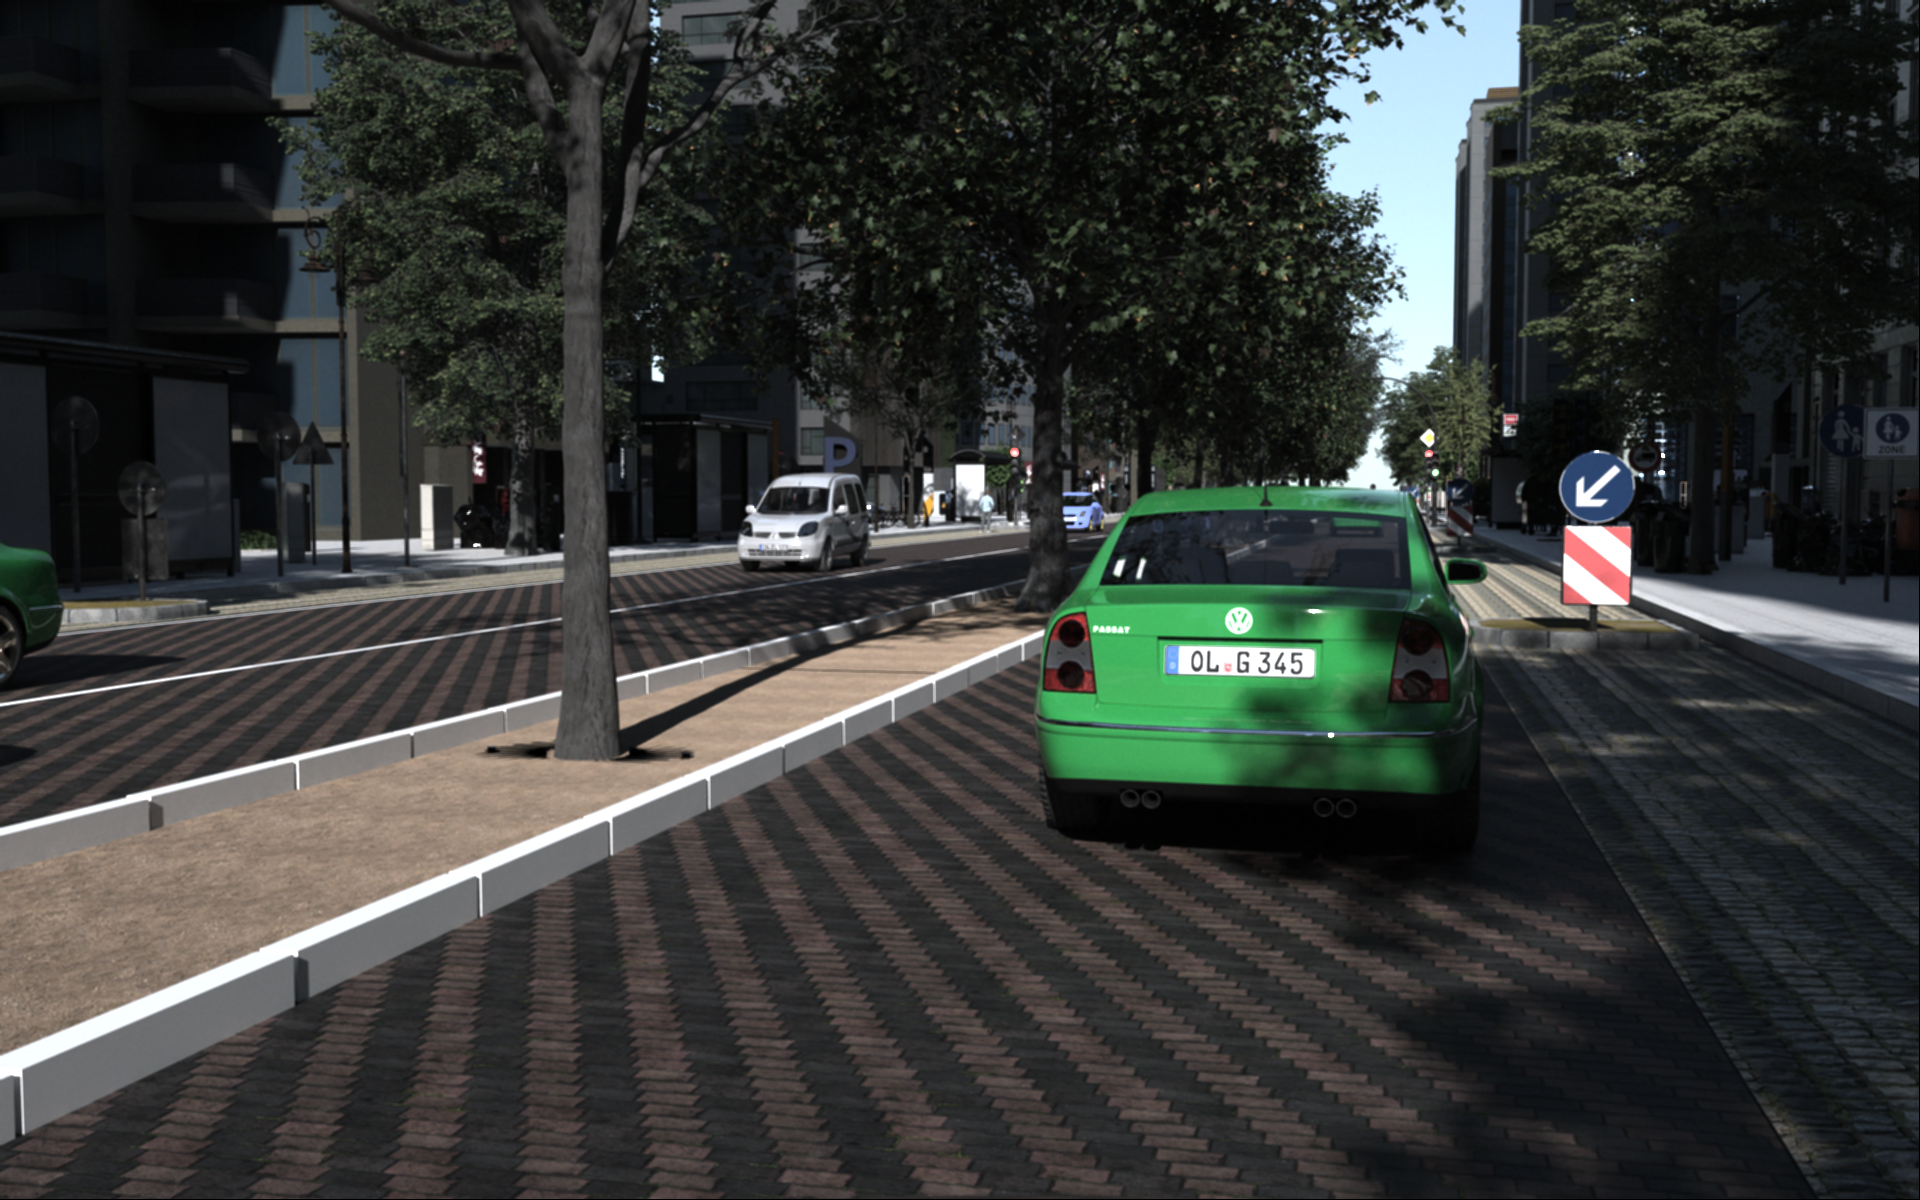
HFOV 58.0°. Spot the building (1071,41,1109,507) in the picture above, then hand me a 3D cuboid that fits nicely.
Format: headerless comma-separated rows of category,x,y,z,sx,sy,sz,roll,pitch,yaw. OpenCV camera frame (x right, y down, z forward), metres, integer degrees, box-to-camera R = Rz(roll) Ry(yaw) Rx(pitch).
building,6.088,-31.311,162.051,14.600,45.320,14.200,1,4,13

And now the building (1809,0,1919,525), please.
building,30.985,-12.616,39.561,16.112,22.955,30.059,1,4,13

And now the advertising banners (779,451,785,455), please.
advertising banners,-7.656,-4.522,70.130,0.090,3.025,2.074,2,4,27

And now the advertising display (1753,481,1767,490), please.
advertising display,38.161,-4.751,82.896,0.123,1.923,0.974,-1,4,-23

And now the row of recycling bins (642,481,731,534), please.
row of recycling bins,-8.231,-2.857,53.820,3.534,1.692,1.069,-2,4,-24

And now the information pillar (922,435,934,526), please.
information pillar,-1.270,-4.749,68.997,0.504,3.616,0.183,3,5,41

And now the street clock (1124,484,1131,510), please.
street clock,11.882,-7.246,123.046,0.471,2.002,0.358,0,4,5

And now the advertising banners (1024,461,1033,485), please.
advertising banners,4.425,-5.891,92.501,2.074,3.025,0.090,0,4,6

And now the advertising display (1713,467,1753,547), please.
advertising display,18.688,-2.261,42.186,0.974,1.923,0.123,2,4,34

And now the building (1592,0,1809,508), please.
building,56.287,-49.668,124.741,22.319,86.520,31.000,1,4,13

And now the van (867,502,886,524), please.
van,-5.292,-4.216,75.950,4.112,2.044,2.013,1,4,14

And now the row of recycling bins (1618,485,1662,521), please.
row of recycling bins,31.451,-4.533,81.234,1.069,1.692,3.534,-2,4,-25

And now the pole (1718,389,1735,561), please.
pole,14.714,-2.409,33.223,0.158,3.312,0.155,0,3,0

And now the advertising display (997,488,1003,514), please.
advertising display,2.573,-6.393,109.747,0.123,1.923,0.974,1,4,21

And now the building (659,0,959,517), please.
building,-8.474,-20.212,102.170,14.160,30.474,14.107,1,4,13

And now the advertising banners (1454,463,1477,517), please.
advertising banners,28.461,-6.109,96.063,2.074,3.025,0.090,1,4,15

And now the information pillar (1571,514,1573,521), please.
information pillar,29.281,-4.770,82.485,0.304,2.012,0.304,1,4,17

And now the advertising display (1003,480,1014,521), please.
advertising display,2.567,-5.200,90.240,0.123,1.923,0.974,-1,4,-13

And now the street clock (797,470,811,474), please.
street clock,-4.611,-2.859,51.310,0.471,2.002,0.358,-1,4,-8

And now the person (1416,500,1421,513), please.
person,14.864,-2.643,56.395,0.352,1.250,0.332,3,4,37

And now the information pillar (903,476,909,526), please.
information pillar,-2.099,-4.024,70.278,0.304,2.012,0.304,2,4,31

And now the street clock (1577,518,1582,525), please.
street clock,20.574,-3.230,57.373,0.358,2.002,0.471,-2,4,-30

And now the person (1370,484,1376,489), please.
person,15.216,-3.371,63.792,0.419,1.800,0.721,1,4,21

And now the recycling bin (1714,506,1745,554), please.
recycling bin,16.594,-1.532,37.602,0.722,1.027,0.722,1,4,18

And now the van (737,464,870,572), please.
van,-2.948,-1.599,33.148,2.013,2.044,4.112,1,4,11

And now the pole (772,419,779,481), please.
pole,-5.004,-3.255,47.060,0.158,3.312,0.155,0,3,0

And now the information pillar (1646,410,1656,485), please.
information pillar,18.553,-3.376,46.555,0.183,3.616,0.504,3,4,37

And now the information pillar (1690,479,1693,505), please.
information pillar,36.760,-5.033,86.774,0.304,2.012,0.304,1,4,13

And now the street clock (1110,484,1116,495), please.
street clock,11.422,-7.633,129.362,0.358,2.002,0.471,-2,4,-28

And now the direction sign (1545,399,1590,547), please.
direction sign,14.623,-3.028,41.507,0.876,3.537,0.379,0,4,-2

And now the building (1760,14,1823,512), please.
building,56.088,-26.308,84.753,28.867,44.769,22.147,1,4,13

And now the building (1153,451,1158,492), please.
building,16.894,-31.819,203.835,14.154,41.232,14.086,1,4,13

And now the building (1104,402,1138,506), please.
building,5.141,-20.800,185.124,27.650,21.520,28.899,1,4,13

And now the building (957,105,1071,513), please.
building,-4.294,-35.978,130.244,21.231,58.520,28.212,1,4,13

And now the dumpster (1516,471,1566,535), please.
dumpster,18.358,-3.181,54.503,1.502,2.255,1.985,1,4,13

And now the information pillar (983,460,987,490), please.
information pillar,1.628,-7.513,114.199,0.183,3.616,0.504,-2,4,-32

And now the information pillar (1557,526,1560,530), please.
information pillar,21.471,-4.328,62.117,0.183,3.616,0.504,2,4,24

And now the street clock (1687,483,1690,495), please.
street clock,46.596,-6.527,111.279,0.471,2.002,0.358,1,4,17

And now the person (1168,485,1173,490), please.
person,9.368,-4.201,77.062,0.514,1.842,0.818,1,4,10

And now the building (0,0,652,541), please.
building,-26.419,-24.514,55.429,28.867,44.769,22.147,1,4,13

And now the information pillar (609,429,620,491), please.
information pillar,-9.134,-3.330,45.803,0.183,3.616,0.504,1,4,14

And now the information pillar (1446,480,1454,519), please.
information pillar,25.267,-5.187,89.296,0.304,2.012,0.304,3,4,38

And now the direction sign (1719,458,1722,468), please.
direction sign,47.905,-7.115,108.333,0.876,3.537,0.379,1,4,15

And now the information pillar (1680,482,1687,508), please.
information pillar,44.071,-6.175,105.460,0.304,2.012,0.304,3,5,41

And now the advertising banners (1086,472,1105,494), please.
advertising banners,10.578,-8.617,137.070,2.074,3.025,0.090,-1,4,-10

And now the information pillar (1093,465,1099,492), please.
information pillar,10.826,-8.972,138.042,0.504,3.616,0.183,0,4,2

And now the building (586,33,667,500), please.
building,-34.787,-31.725,107.938,27.495,52.752,28.713,1,4,13

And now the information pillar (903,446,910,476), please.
information pillar,-2.633,-5.754,85.433,0.183,3.616,0.504,3,5,41

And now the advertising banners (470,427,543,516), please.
advertising banners,-11.758,-2.976,44.839,2.074,3.025,0.090,-3,4,-38

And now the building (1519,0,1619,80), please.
building,61.564,-37.631,157.261,21.231,58.520,28.212,1,4,13

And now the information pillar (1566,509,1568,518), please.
information pillar,31.995,-6.137,91.695,0.504,3.616,0.183,-2,4,-24

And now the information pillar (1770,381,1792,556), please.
information pillar,16.929,-2.713,35.711,0.504,3.616,0.183,-2,4,-30

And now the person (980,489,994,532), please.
person,1.009,-3.297,64.213,0.589,1.601,0.330,2,4,28

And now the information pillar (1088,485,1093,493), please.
information pillar,11.139,-8.772,147.912,0.304,2.012,0.304,0,4,-8
